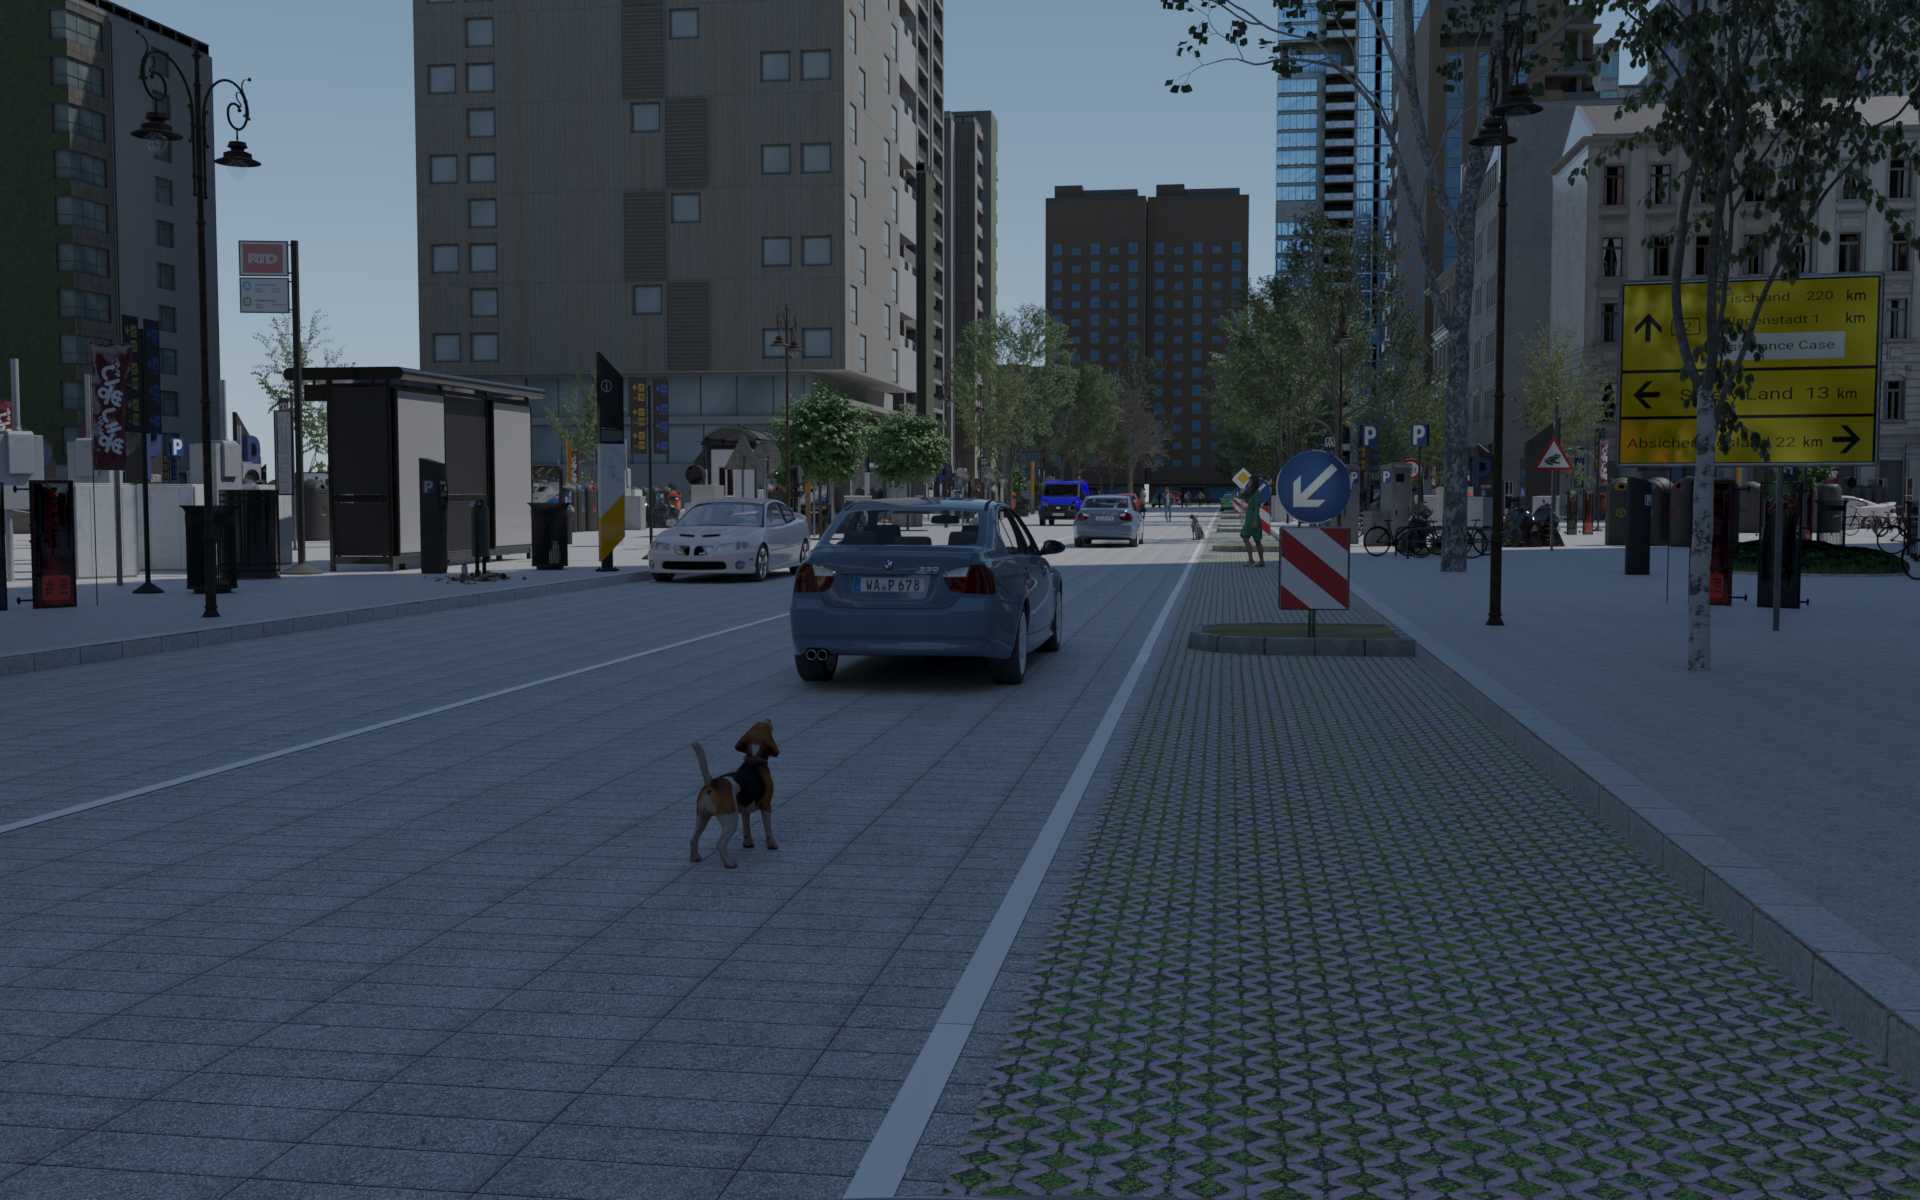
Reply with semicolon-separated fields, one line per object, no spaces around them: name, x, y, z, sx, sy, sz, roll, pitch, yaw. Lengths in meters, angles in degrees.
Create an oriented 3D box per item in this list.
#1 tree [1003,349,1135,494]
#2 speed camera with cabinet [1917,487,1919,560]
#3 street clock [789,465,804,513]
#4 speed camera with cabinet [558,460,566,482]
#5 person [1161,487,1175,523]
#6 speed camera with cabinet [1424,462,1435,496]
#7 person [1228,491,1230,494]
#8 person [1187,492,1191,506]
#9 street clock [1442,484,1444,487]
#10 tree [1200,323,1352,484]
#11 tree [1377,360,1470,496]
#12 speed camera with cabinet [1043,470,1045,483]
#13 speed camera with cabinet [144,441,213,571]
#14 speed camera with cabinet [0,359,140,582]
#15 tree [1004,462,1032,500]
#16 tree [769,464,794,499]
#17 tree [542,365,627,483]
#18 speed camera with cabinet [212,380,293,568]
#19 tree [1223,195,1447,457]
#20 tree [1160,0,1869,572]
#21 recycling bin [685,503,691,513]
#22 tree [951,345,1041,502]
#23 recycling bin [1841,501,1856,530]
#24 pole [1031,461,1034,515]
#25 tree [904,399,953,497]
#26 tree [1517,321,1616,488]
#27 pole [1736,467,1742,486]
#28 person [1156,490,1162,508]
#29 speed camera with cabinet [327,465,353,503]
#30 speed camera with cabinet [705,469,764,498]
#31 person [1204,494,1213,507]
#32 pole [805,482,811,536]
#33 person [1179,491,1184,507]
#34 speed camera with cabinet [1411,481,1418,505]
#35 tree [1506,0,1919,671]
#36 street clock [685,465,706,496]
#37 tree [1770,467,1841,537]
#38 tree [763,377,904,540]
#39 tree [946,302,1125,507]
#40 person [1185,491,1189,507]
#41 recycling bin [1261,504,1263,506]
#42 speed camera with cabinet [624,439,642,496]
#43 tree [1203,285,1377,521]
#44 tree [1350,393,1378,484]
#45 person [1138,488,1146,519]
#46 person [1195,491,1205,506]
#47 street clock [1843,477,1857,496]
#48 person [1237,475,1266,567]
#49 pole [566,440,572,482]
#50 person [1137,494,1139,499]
tree;6.434;-10.898;112.596;8.767;10.594;7.601;2;4;24
speed camera with cabinet;18.957;-2.307;32.050;2.038;3.252;0.660;3;4;39
street clock;-4.160;-2.399;43.796;0.358;2.002;0.471;2;4;32
speed camera with cabinet;-22.275;-6.421;99.323;2.038;3.252;0.660;0;4;-2
person;10.330;-4.729;86.173;0.623;1.781;0.721;-1;4;-14
speed camera with cabinet;30.008;-6.983;108.516;2.038;3.252;0.660;0;4;-3
person;30.674;-11.560;197.520;1.348;1.823;0.705;2;4;28
person;26.721;-11.804;202.418;0.530;1.710;0.541;-1;4;-14
street clock;34.868;-7.367;125.013;0.471;2.002;0.358;1;4;14
tree;20.931;-12.656;113.573;9.857;13.997;8.962;0;3;0
tree;24.923;-8.733;93.150;4.737;8.622;4.395;0;3;0
speed camera with cabinet;6.674;-9.010;141.643;0.660;3.252;2.038;0;4;2
speed camera with cabinet;-13.713;-2.114;28.898;2.038;3.252;0.660;0;4;-4
speed camera with cabinet;-13.523;-1.939;26.044;0.660;3.252;2.038;3;5;39
tree;3.435;-6.547;101.637;1.663;3.219;1.824;0;3;0
tree;-9.794;-6.515;101.128;1.663;3.219;1.824;0;3;0
tree;-20.723;-8.915;96.126;4.737;8.622;4.395;0;3;0
speed camera with cabinet;-12.745;-2.226;30.731;0.660;3.252;2.038;1;4;15
tree;11.749;-7.343;54.473;7.601;10.594;8.767;1;4;19
tree;8.332;-10.621;29.535;12.611;20.169;13.585;0;3;0
recycling bin;-7.496;-2.298;50.133;0.722;1.027;0.722;-3;4;-36
tree;1.810;-8.219;84.735;4.737;8.622;4.395;0;3;0
recycling bin;31.592;-3.031;62.112;0.722;1.027;0.722;-2;4;-26
pole;4.536;-6.994;108.199;0.158;3.312;0.155;0;3;0
tree;-1.892;-4.670;60.063;4.285;4.588;4.351;0;3;0
tree;25.221;-7.493;72.865;4.737;8.622;4.395;0;3;0
pole;34.374;-5.052;76.449;0.158;3.312;0.155;0;3;0
person;20.701;-10.487;179.992;0.705;1.821;1.348;-1;4;-16
speed camera with cabinet;-18.712;-3.552;52.415;0.660;3.252;2.038;-1;4;-11
speed camera with cabinet;-7.954;-4.087;61.157;2.038;3.252;0.660;-2;4;-33
person;27.757;-11.111;193.429;1.065;1.426;0.557;0;4;-4
pole;-4.626;-3.598;52.678;0.158;3.312;0.155;0;3;0
person;24.344;-11.077;190.437;0.721;1.723;1.217;-1;4;-17
speed camera with cabinet;31.965;-7.971;124.658;2.038;3.252;0.660;-2;4;-25
tree;5.619;-3.790;12.326;4.360;8.622;3.978;0;3;0
street clock;-6.633;-2.382;43.518;0.471;2.002;0.358;1;4;19
tree;22.189;-3.124;45.677;1.663;3.219;1.824;0;3;0
tree;-3.841;-3.974;48.689;4.285;4.588;4.351;0;3;0
tree;2.822;-10.229;93.006;9.928;11.665;9.643;0;3;0
person;25.565;-11.379;195.269;0.721;1.735;1.217;2;4;27
recycling bin;22.023;-6.959;126.336;0.722;1.027;0.722;2;4;32
speed camera with cabinet;-12.195;-4.219;63.322;0.660;3.252;2.038;0;4;7
tree;17.889;-10.140;91.547;9.928;11.665;9.643;0;3;0
tree;29.748;-10.440;121.052;4.737;8.622;4.395;0;3;0
person;10.401;-5.522;98.969;0.473;1.802;0.592;3;5;42
person;27.698;-11.702;199.805;1.348;1.826;0.705;3;5;41
street clock;37.336;-4.167;72.706;0.471;2.002;0.358;-1;4;-11
person;5.725;-1.526;33.692;0.529;1.795;0.600;-1;4;-15
pole;-14.680;-4.357;65.073;0.158;3.312;0.155;0;3;0
person;15.614;-8.573;151.920;0.557;1.426;1.065;-1;4;-9
